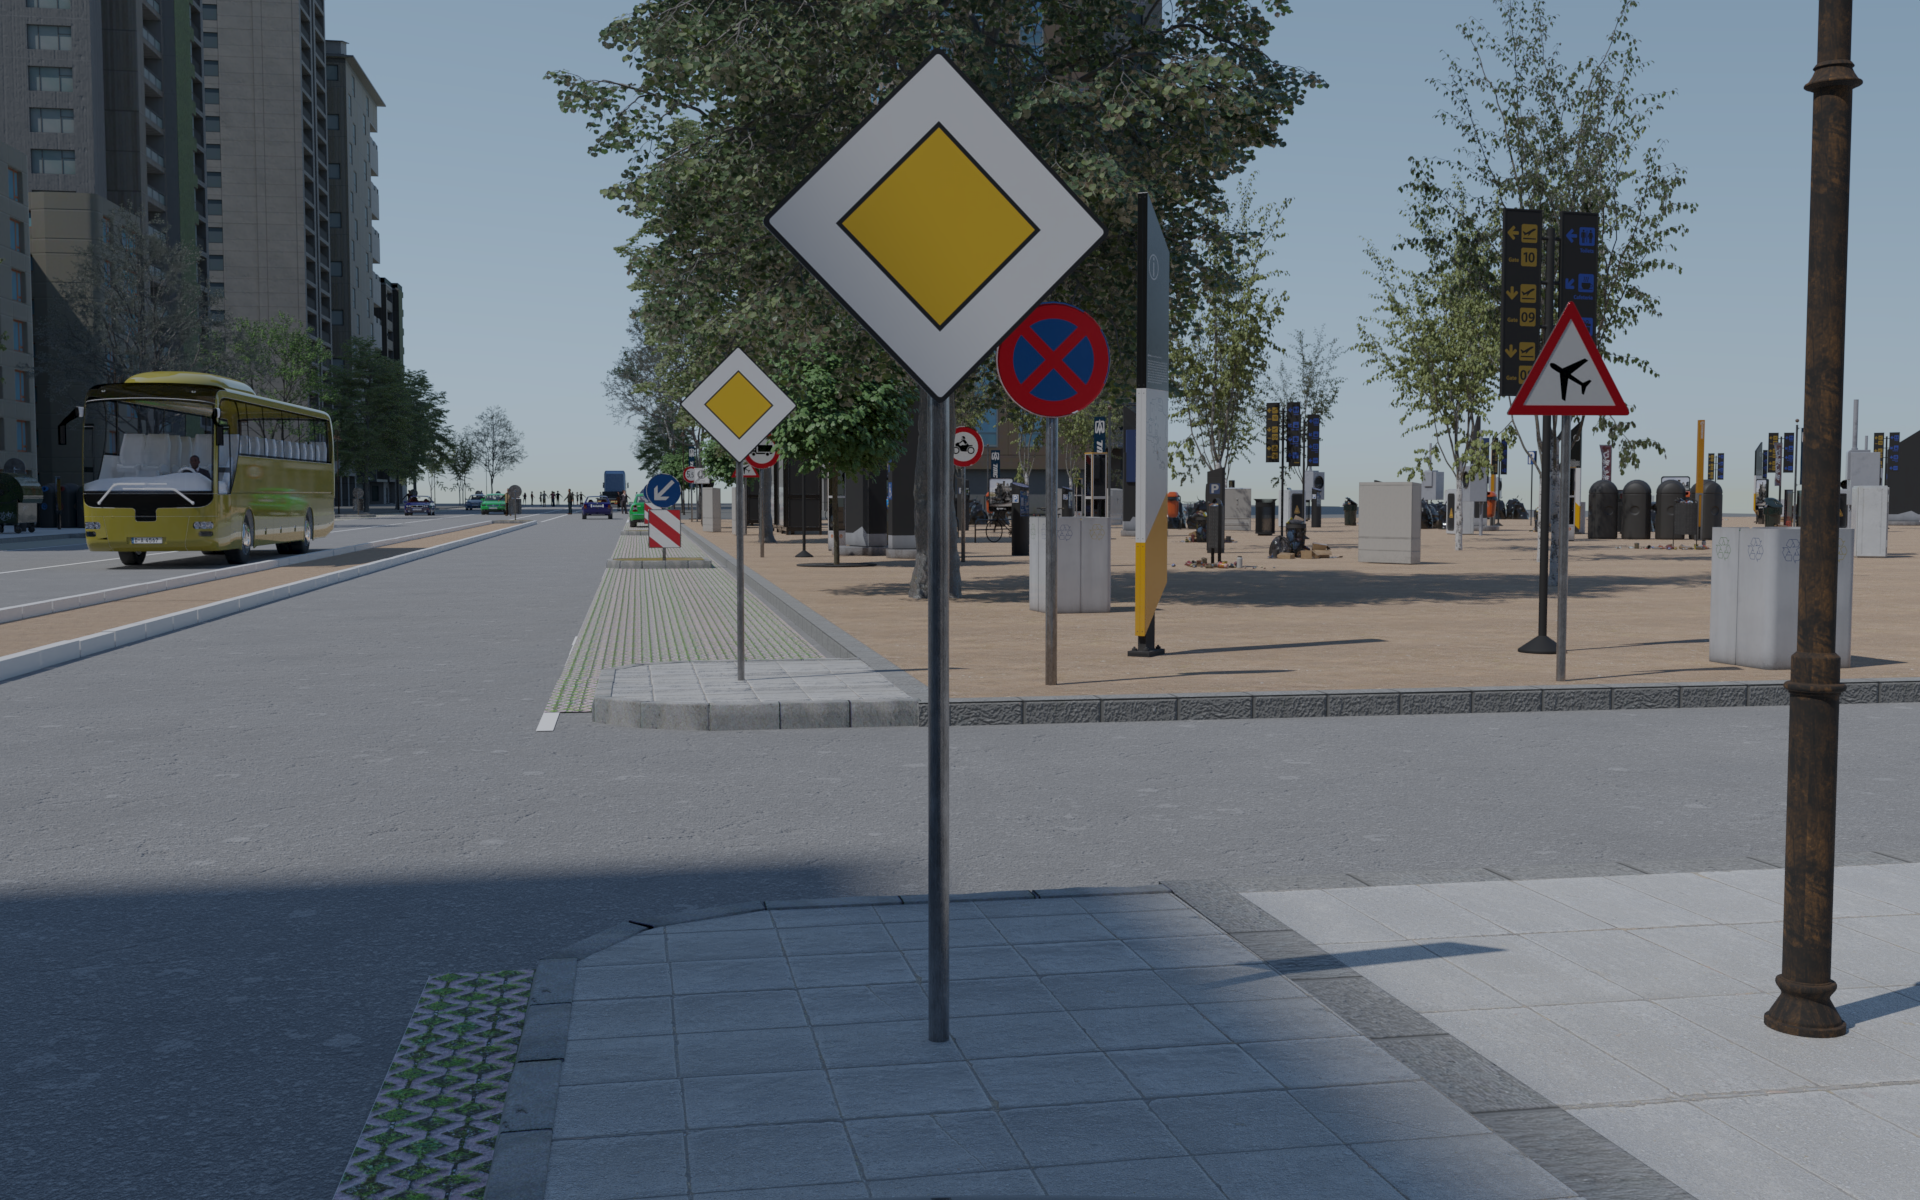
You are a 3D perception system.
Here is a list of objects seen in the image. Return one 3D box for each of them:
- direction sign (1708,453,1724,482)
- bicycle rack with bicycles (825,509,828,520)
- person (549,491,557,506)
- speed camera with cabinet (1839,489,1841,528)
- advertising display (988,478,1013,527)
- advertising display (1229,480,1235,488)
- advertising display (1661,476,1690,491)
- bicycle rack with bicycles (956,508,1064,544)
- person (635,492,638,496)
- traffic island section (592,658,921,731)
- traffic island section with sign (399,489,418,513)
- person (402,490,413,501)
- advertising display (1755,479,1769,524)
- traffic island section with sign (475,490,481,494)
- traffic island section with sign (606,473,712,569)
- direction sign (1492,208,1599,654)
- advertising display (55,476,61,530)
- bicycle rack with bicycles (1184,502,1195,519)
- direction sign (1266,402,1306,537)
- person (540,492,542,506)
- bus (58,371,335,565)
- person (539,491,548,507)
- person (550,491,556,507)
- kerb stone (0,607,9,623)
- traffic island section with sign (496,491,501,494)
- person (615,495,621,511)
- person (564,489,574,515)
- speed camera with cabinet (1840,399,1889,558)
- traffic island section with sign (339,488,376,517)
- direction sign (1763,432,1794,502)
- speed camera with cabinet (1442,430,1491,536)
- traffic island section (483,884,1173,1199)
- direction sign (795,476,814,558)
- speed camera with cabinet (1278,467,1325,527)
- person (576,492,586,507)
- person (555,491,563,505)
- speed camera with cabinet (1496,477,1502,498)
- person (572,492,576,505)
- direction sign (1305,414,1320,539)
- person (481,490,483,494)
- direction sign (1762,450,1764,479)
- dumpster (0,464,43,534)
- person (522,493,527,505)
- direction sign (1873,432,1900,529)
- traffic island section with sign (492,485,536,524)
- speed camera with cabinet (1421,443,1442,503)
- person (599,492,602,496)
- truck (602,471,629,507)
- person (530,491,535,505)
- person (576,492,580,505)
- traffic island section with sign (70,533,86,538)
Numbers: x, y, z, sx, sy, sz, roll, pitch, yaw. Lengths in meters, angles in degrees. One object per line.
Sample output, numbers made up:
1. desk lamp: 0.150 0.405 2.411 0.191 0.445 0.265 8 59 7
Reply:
1. direction sign: 41.713 -6.339 95.637 0.379 3.537 0.876 -3 5 -43
2. bicycle rack with bicycles: -4.869 -4.141 81.081 2.925 0.926 2.852 -1 4 -9
3. person: -49.413 -12.330 210.038 0.705 1.831 1.348 2 4 34
4. speed camera with cabinet: 30.009 -3.919 58.407 2.038 3.252 0.660 0 4 -8
5. advertising display: 1.602 -3.830 67.840 0.974 1.923 0.123 0 3 0
6. advertising display: 12.502 -4.557 79.725 0.123 1.923 0.974 0 4 -1
7. advertising display: 25.581 -3.471 61.963 0.974 1.923 0.123 2 4 24
8. bicycle rack with bicycles: 1.841 -1.978 45.727 2.852 0.926 2.925 3 5 40
9. person: -44.202 -13.952 237.328 0.721 1.736 1.217 1 4 15
10. traffic island section: -1.488 0.632 11.942 2.009 0.180 2.903 -1 4 -10
11. traffic island section with sign: -42.134 -7.644 133.609 1.989 1.847 2.006 -1 4 -10
12. person: -40.907 -7.327 128.811 1.217 1.766 0.721 -3 5 -42
13. advertising display: 34.095 -4.185 73.640 0.123 1.923 0.974 0 4 0
14. traffic island section with sign: -52.158 -10.949 187.637 1.989 1.847 2.006 -1 4 -10
15. traffic island section with sign: -5.908 -1.545 33.890 1.989 1.847 2.006 -1 4 -10
16. direction sign: 4.718 -1.341 13.928 0.876 3.537 0.379 -1 4 -17
17. advertising display: -32.745 -3.528 62.892 0.123 1.923 0.974 -2 4 -31
18. bicycle rack with bicycles: 11.739 -4.301 83.702 2.852 0.926 2.925 2 4 33
19. direction sign: 7.965 -3.105 42.762 0.876 3.537 0.379 2 4 31
20. person: -51.367 -12.392 211.904 0.721 1.735 1.217 -1 4 -18
21. bus: -16.318 -2.863 38.365 2.896 3.916 12.252 -1 4 -10
22. person: -45.370 -11.034 188.903 1.348 1.824 0.705 2 4 28
23. person: -46.033 -11.418 195.898 0.721 1.743 1.217 1 4 19
24. kerb stone: -10.680 0.178 19.278 0.120 0.150 1.000 -1 4 -10
25. traffic island section with sign: -57.205 -12.608 214.773 1.989 1.847 2.006 -1 4 -10
26. person: -28.599 -8.162 145.210 1.065 1.426 0.557 3 5 40
27. person: -27.371 -6.902 121.365 0.705 1.821 1.348 -3 5 -40
28. speed camera with cabinet: 18.636 -2.521 35.551 0.660 3.252 2.038 1 4 21
29. traffic island section with sign: -37.203 -6.019 107.039 1.989 1.847 2.006 -1 4 -10
30. direction sign: 30.207 -4.391 63.793 0.876 3.537 0.379 1 4 13
31. speed camera with cabinet: 15.836 -3.658 54.149 0.660 3.252 2.038 0 4 -3
32. traffic island section: -0.031 1.113 4.091 2.009 0.180 2.903 -1 4 -10
33. direction sign: -3.167 -2.636 35.091 0.379 3.537 0.876 1 4 13
34. speed camera with cabinet: 13.322 -4.474 67.479 2.038 3.252 0.660 -3 4 -37
35. person: -42.932 -11.438 196.338 1.217 1.723 0.721 -1 4 -23
36. person: -50.973 -12.929 219.514 1.348 1.869 0.705 0 4 -4
37. speed camera with cabinet: 28.252 -5.967 91.894 0.660 3.252 2.038 2 4 30
38. person: -49.221 -12.892 220.001 1.217 1.736 0.721 0 4 5
39. direction sign: 9.751 -3.495 49.142 0.876 3.537 0.379 0 4 -2
40. person: -53.231 -11.288 192.924 0.709 1.838 0.599 1 4 15
41. direction sign: 40.963 -5.906 88.563 0.876 3.537 0.379 -2 4 -29
42. dumpster: -31.090 -3.310 56.605 1.502 2.255 1.985 -1 4 -10
43. person: -54.993 -12.761 218.617 0.593 1.643 0.415 -3 4 -39
44. direction sign: 33.958 -4.377 63.554 0.379 3.537 0.876 -3 5 -44
45. traffic island section with sign: -21.697 -4.657 84.278 2.006 1.907 1.989 -1 4 -10
46. speed camera with cabinet: 18.813 -4.431 66.777 0.660 3.252 2.038 -3 5 -39
47. person: -45.746 -12.914 220.566 0.530 1.710 0.541 0 4 -8
48. truck: -38.517 -12.365 191.918 2.967 4.110 18.799 -1 4 -9
49. person: -55.917 -13.335 226.470 0.705 1.831 1.348 0 4 6
50. person: -52.503 -13.992 238.048 0.721 1.735 1.217 1 4 10
51. traffic island section with sign: -27.888 -2.950 56.865 1.989 1.847 2.006 -1 4 -10
